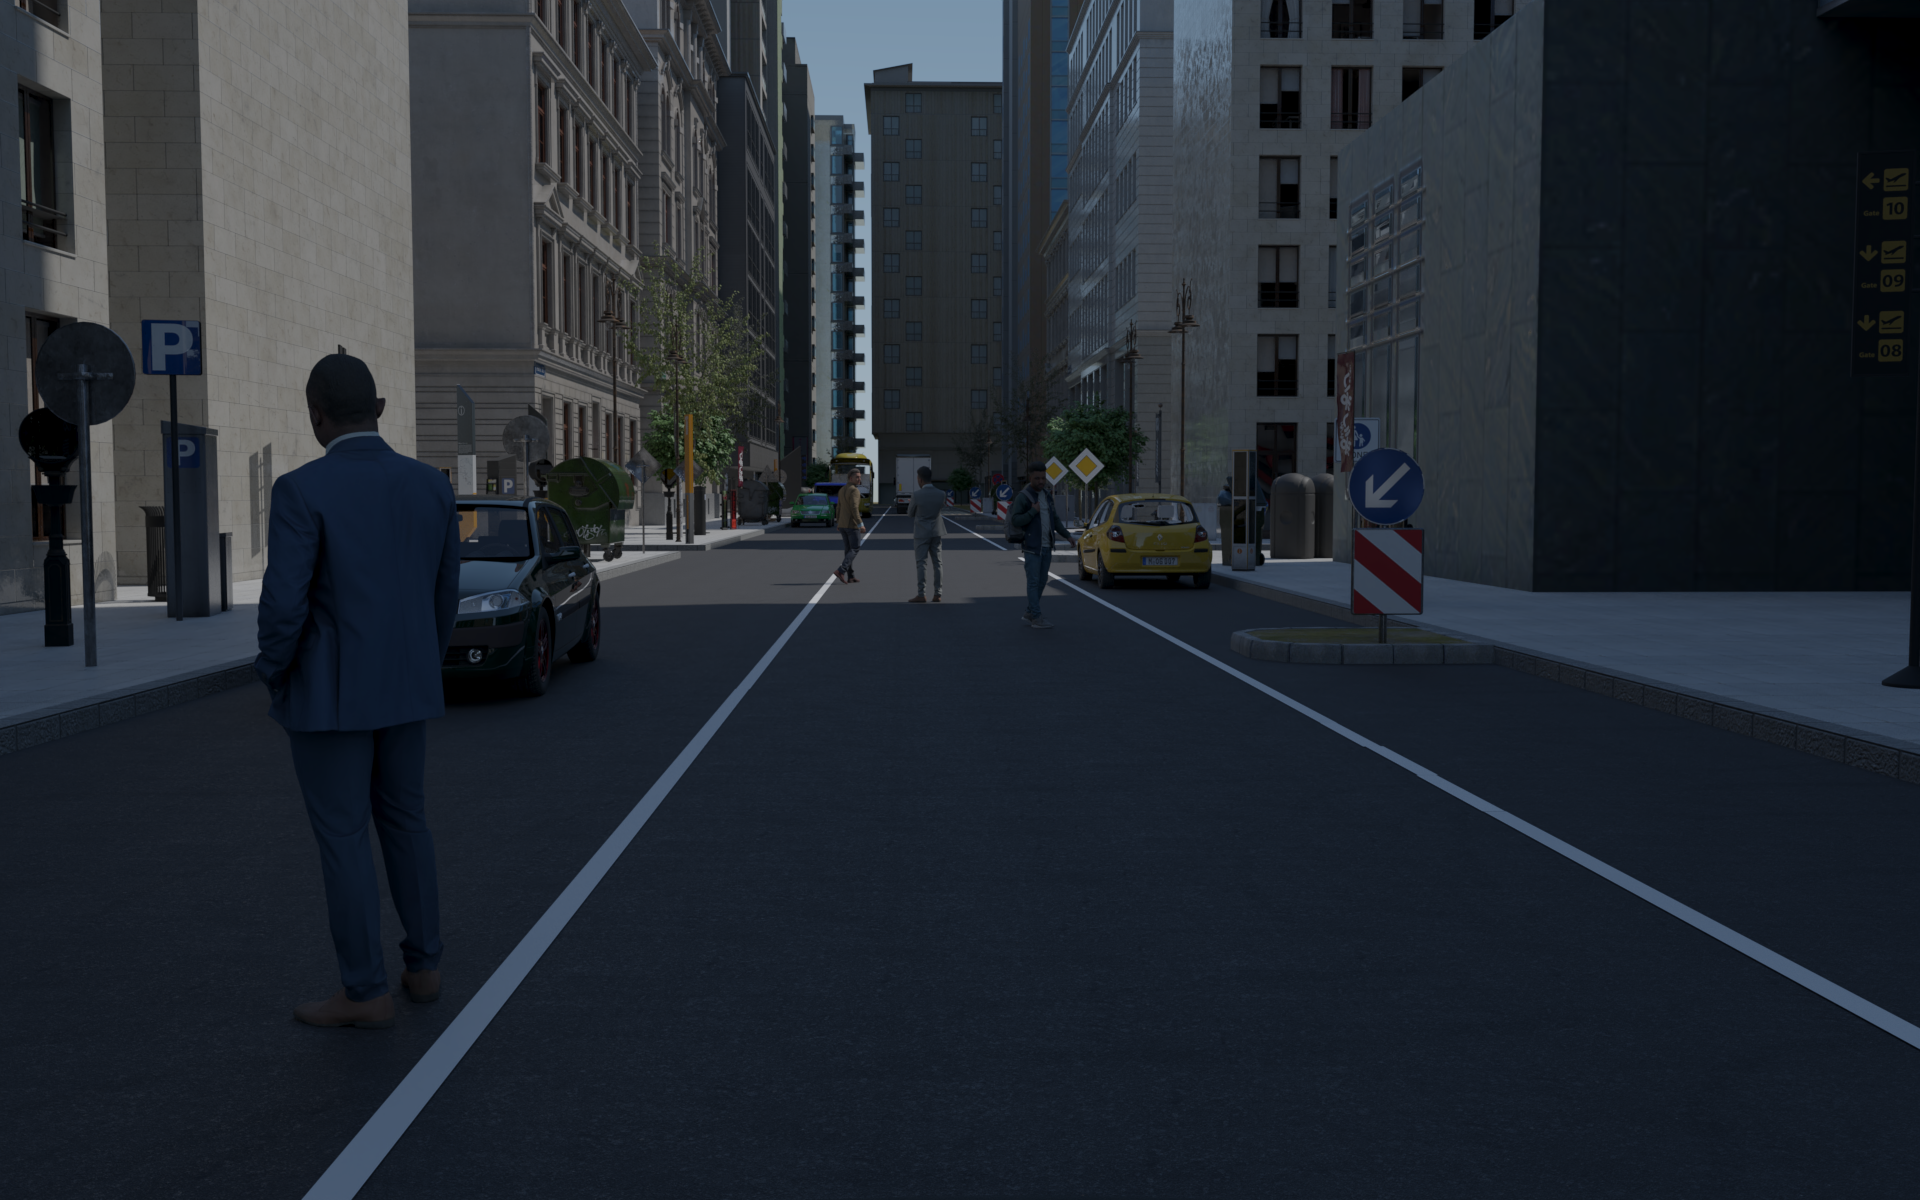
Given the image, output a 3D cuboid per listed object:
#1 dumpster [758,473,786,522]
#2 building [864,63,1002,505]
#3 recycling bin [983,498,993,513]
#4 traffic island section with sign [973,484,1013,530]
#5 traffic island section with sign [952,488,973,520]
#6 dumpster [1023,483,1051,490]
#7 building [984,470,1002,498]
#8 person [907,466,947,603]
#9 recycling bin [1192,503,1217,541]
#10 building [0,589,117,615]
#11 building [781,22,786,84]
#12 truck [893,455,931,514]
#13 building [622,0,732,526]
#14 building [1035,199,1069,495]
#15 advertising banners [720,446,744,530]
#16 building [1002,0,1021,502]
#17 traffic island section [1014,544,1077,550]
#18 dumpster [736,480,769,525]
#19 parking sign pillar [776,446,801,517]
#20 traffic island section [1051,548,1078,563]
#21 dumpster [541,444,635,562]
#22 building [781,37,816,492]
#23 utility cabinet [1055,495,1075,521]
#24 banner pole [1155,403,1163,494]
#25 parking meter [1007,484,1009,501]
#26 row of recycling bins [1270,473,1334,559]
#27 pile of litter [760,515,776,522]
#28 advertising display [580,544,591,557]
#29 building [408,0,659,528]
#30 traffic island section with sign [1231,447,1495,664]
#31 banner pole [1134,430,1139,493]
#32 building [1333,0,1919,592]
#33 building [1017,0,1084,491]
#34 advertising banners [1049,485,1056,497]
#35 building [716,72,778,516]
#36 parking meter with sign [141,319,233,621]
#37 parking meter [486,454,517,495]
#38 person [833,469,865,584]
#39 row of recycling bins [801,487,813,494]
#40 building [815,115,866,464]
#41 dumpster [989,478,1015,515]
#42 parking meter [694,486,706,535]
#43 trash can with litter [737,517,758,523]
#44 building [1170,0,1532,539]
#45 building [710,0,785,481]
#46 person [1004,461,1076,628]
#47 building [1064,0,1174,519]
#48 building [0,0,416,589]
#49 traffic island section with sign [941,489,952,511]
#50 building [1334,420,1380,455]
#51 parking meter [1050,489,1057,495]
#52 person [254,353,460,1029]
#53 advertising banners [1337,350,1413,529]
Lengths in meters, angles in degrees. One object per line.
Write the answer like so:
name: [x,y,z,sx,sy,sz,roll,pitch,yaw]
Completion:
dumpster: [-8.732,-4.678,78.972,1.502,2.255,1.985,0,4,-2]
building: [1.857,-38.652,221.197,27.495,52.752,28.713,0,4,-2]
recycling bin: [1.891,-6.322,115.913,0.722,1.027,0.722,0,4,1]
traffic island section with sign: [1.651,-3.764,70.175,1.989,1.847,2.006,0,4,-2]
traffic island section with sign: [0.730,-5.412,97.115,1.989,1.847,2.006,0,4,-2]
dumpster: [3.534,-4.498,79.300,1.264,1.857,1.865,0,4,-2]
building: [13.298,-45.470,181.689,20.563,71.187,20.611,0,4,-2]
person: [-0.464,-0.877,23.016,0.511,1.800,0.466,-3,5,-42]
recycling bin: [6.647,-2.162,47.906,0.722,1.027,0.722,-1,4,-12]
building: [-15.096,-9.605,11.786,10.420,20.320,16.860,0,4,-2]
building: [-26.513,-32.380,149.020,23.786,49.044,30.456,0,4,-2]
truck: [-3.512,-8.532,128.409,2.839,4.237,11.283,0,4,-2]
building: [-18.535,-17.906,80.153,14.401,28.519,23.554,0,4,-2]
building: [11.375,-16.761,110.192,11.583,22.565,21.152,0,4,-2]
advertising banners: [-8.158,-4.035,62.165,0.090,3.025,2.074,1,4,17]
building: [14.303,-37.621,157.107,21.231,58.520,28.212,0,4,-2]
traffic island section: [2.485,-1.426,45.591,2.009,0.180,2.903,0,4,-2]
dumpster: [-8.540,-4.009,71.313,1.264,1.857,1.865,0,4,-2]
parking sign pillar: [-9.563,-6.627,96.818,1.447,3.967,1.447,-2,4,-34]
traffic island section: [2.757,-0.938,37.610,2.009,0.180,2.903,0,4,-2]
dumpster: [-7.161,-1.888,33.369,1.502,2.255,1.985,0,4,-2]
building: [-26.187,-34.120,181.561,21.600,48.544,21.300,0,4,-2]
utility cabinet: [4.926,-4.345,82.207,1.020,1.237,0.306,-1,4,-21]
banner pole: [5.436,-3.515,47.489,0.401,3.779,0.863,1,4,18]
parking meter: [2.696,-5.899,102.167,0.255,1.863,0.399,-2,4,-28]
row of recycling bins: [7.688,-1.719,35.216,3.534,1.692,1.069,-3,5,-39]
pile of litter: [-9.129,-4.111,81.179,1.176,0.858,1.719,1,4,10]
advertising display: [-7.714,-1.850,35.458,0.123,1.923,0.974,-2,4,-26]
building: [-17.283,-13.554,57.763,11.583,22.565,21.152,0,4,-2]
traffic island section with sign: [3.508,-0.424,15.558,1.989,1.847,2.006,0,4,-2]
banner pole: [6.900,-4.746,67.612,0.401,3.779,0.863,1,4,19]
building: [18.796,-42.978,15.361,22.319,86.520,31.000,0,4,-2]
building: [11.883,-29.733,136.249,14.600,45.320,14.200,0,4,-2]
advertising banners: [3.661,-4.519,70.066,0.090,3.025,2.074,1,4,17]
building: [-18.974,-19.034,104.717,14.314,27.812,24.014,0,4,-2]
parking meter with sign: [-8.073,-1.345,18.245,0.543,3.016,1.738,-1,4,-12]
parking meter: [-6.692,-1.199,25.317,0.255,1.863,0.399,3,4,36]
person: [-1.754,-1.180,27.706,0.656,1.842,0.836,2,4,26]
row of recycling bins: [-9.503,-5.985,104.969,1.069,1.692,3.534,0,4,1]
building: [-27.143,-36.540,217.043,30.456,49.044,23.786,0,4,-2]
dumpster: [2.560,-6.300,105.503,1.502,2.255,1.985,0,4,-2]
parking meter: [-8.084,-2.777,53.812,0.372,1.533,0.369,0,3,0]
trash can with litter: [-9.487,-4.020,77.119,1.055,1.170,0.624,1,4,9]
building: [15.797,-12.181,53.917,16.860,20.320,10.420,0,4,-2]
building: [-20.388,-27.088,126.490,14.154,41.232,14.086,0,4,-2]
person: [0.823,-0.596,18.592,0.721,1.781,0.623,2,4,34]
building: [12.078,-18.780,84.553,11.434,29.767,29.804,0,4,-2]
building: [-19.098,-10.637,28.664,16.860,20.320,10.420,0,4,-2]
traffic island section with sign: [-0.976,-8.481,147.287,1.989,1.847,2.006,0,4,-2]
building: [47.722,-34.264,183.924,21.600,48.544,21.300,0,4,-2]
parking meter: [4.580,-4.668,84.727,0.372,1.533,0.369,0,3,0]
person: [-1.605,0.243,4.702,0.419,1.800,0.721,2,4,27]
advertising banners: [4.899,-1.494,20.620,0.090,3.025,2.074,-1,4,-11]
